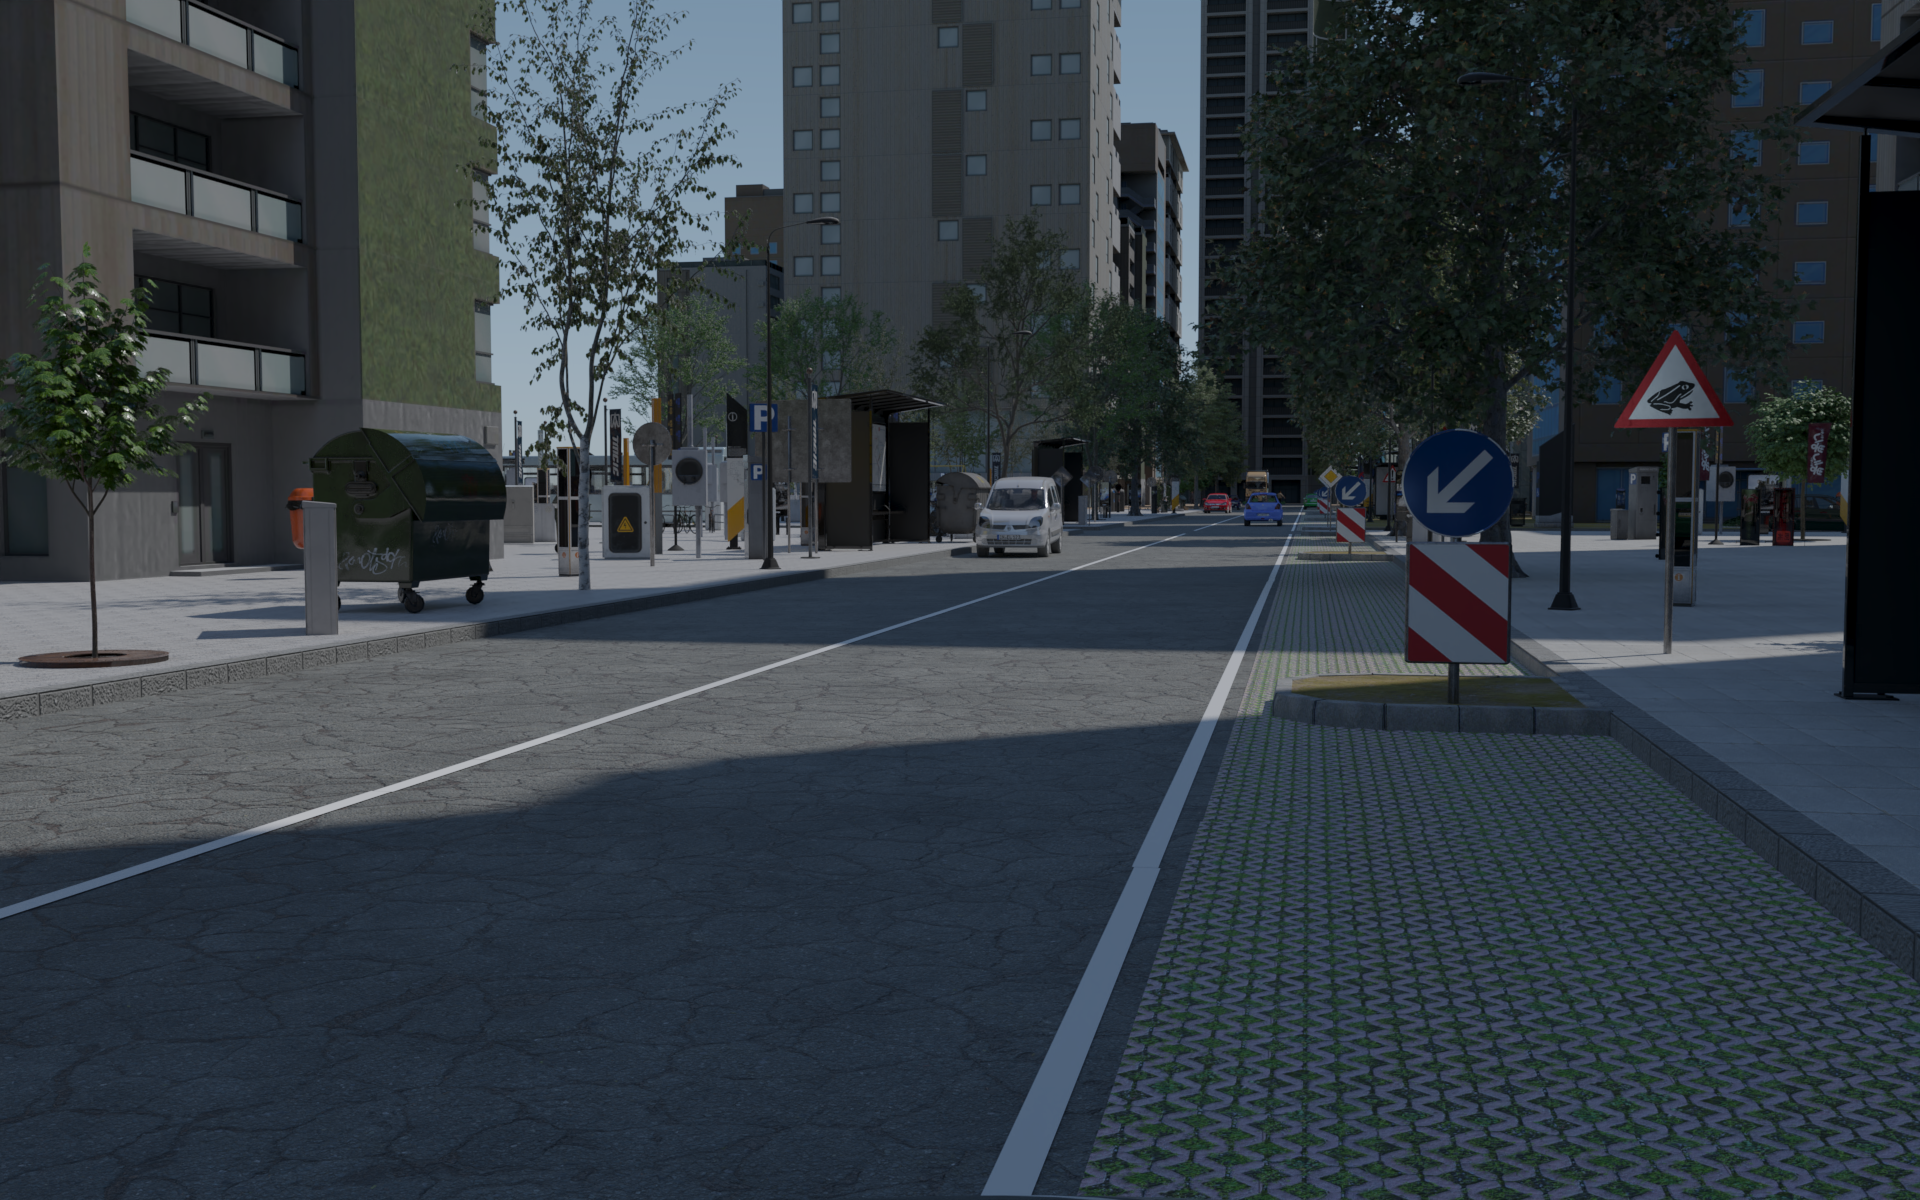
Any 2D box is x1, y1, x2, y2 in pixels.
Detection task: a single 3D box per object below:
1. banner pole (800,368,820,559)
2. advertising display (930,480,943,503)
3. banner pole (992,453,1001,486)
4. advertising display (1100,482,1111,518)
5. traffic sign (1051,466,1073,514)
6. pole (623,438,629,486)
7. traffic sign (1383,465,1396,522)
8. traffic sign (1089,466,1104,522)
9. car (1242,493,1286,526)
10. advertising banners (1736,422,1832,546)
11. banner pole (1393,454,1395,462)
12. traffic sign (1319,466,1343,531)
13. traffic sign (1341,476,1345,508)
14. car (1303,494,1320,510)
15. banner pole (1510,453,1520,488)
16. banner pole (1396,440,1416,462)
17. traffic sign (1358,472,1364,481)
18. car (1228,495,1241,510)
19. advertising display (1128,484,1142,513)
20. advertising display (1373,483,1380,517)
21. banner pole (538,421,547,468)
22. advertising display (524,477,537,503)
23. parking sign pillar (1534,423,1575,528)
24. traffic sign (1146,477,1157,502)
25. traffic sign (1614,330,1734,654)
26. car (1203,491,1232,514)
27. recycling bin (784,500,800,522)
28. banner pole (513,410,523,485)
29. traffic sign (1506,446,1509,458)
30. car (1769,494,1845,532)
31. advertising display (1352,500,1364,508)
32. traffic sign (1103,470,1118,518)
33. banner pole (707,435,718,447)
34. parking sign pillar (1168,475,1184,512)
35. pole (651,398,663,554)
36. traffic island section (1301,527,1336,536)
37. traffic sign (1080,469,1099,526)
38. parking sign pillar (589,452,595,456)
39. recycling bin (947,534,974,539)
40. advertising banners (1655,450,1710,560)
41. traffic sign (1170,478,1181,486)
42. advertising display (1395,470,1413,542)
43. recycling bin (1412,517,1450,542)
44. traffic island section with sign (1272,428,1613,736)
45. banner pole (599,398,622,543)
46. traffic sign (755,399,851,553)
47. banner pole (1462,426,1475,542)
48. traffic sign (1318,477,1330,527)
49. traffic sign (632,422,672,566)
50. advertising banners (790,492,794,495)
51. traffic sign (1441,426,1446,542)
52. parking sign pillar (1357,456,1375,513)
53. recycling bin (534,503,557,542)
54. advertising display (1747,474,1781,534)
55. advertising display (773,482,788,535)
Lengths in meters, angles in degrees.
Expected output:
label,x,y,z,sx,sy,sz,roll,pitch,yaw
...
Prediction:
label,x,y,z,sx,sy,sz,roll,pitch,yaw
banner pole,-2.941,-2.729,34.635,0.401,3.779,0.863,1,4,10
advertising display,-1.116,-4.645,81.153,0.123,1.923,0.974,-2,4,-34
banner pole,1.775,-6.227,91.834,0.863,3.779,0.401,1,4,14
advertising display,7.738,-5.329,92.343,0.123,1.923,0.974,-2,4,-26
traffic sign,3.634,-3.562,61.873,0.795,2.450,0.064,1,4,11
pole,-12.116,-4.226,62.932,0.158,3.312,0.155,0,3,0
traffic sign,19.518,-4.782,78.195,0.884,2.594,0.081,1,4,20
traffic sign,6.121,-4.794,78.494,0.768,2.556,0.104,1,4,18
car,13.735,-4.203,78.308,1.945,1.707,3.694,1,4,11
advertising banners,20.338,-2.850,42.781,2.074,3.025,0.090,2,4,30
banner pole,25.257,-6.737,100.175,0.863,3.779,0.401,-1,4,-22
traffic sign,12.840,-3.447,60.007,0.795,2.450,0.064,1,4,11
traffic sign,27.236,-7.494,122.630,0.768,2.556,0.104,1,4,16
car,32.244,-9.113,157.799,1.959,1.807,4.718,1,4,13
banner pole,29.844,-6.345,93.752,0.863,3.779,0.401,1,4,11
banner pole,15.248,-4.200,58.683,0.401,3.779,0.863,-1,4,-21
traffic sign,22.671,-5.925,96.980,0.768,2.556,0.104,1,4,13
car,24.604,-8.854,157.345,1.945,1.354,3.894,1,4,11
advertising display,11.017,-6.368,109.326,0.974,1.923,0.123,-2,4,-28
advertising display,23.716,-5.668,97.889,0.974,1.923,0.123,-3,4,-37
banner pole,-14.267,-4.237,59.285,0.401,3.779,0.863,-3,4,-38
advertising display,-16.040,-3.702,65.740,0.974,1.923,0.123,0,4,4
parking sign pillar,22.714,-4.749,66.114,1.447,3.967,1.447,0,4,1
traffic sign,14.292,-7.905,129.347,0.768,2.556,0.104,1,4,13
traffic sign,5.686,-0.847,13.846,0.884,2.594,0.081,1,4,17
car,19.167,-7.325,128.804,2.155,1.783,4.494,1,4,13
recycling bin,-7.657,-4.084,79.322,0.722,1.027,0.722,0,4,1
banner pole,-13.224,-3.785,51.901,0.401,3.779,0.863,0,4,3
traffic sign,12.262,-2.438,39.969,0.768,2.556,0.104,1,4,19
car,30.144,-3.110,60.638,4.222,1.686,2.009,1,4,13
advertising display,19.854,-4.967,86.426,0.123,1.923,0.974,3,5,43
traffic sign,8.052,-5.672,92.839,0.768,2.556,0.104,1,4,12
banner pole,-10.551,-5.139,74.038,0.863,3.779,0.401,3,5,42
parking sign pillar,15.835,-8.532,127.976,1.447,3.967,1.447,1,4,14
pole,-6.449,-2.631,36.864,0.158,3.312,0.155,0,3,0
traffic island section,12.865,-2.312,60.080,2.009,0.180,2.903,1,4,11
traffic sign,5.209,-4.040,69.702,0.795,2.450,0.064,1,4,11
parking sign pillar,-22.005,-7.129,105.039,1.447,3.967,1.447,-1,4,-12
recycling bin,0.083,-2.384,51.529,0.722,1.027,0.722,-3,4,-37
advertising banners,14.353,-2.327,34.234,2.074,3.025,0.090,-3,5,-39
traffic sign,15.462,-7.611,124.547,0.768,2.556,0.104,1,4,13
advertising display,12.063,-2.498,46.050,0.974,1.923,0.123,1,4,9
recycling bin,11.457,-1.800,41.983,0.722,1.027,0.722,3,5,43
traffic island section with sign,3.065,-0.163,11.296,1.989,1.847,2.006,1,4,11
banner pole,-9.014,-3.353,44.846,0.863,3.779,0.401,3,5,39
traffic sign,-3.402,-2.661,37.380,2.265,3.308,0.079,1,4,20
banner pole,13.676,-3.463,46.634,0.863,3.779,0.401,-1,4,-19
traffic sign,14.415,-3.926,67.836,0.795,2.450,0.064,1,4,11
traffic sign,-5.456,-1.868,30.650,0.768,2.556,0.104,1,4,16
advertising banners,-13.433,-8.406,133.620,0.090,3.025,2.074,2,4,35
traffic sign,9.326,-2.043,33.399,0.884,2.594,0.081,1,4,20
parking sign pillar,28.079,-8.016,119.532,1.447,3.967,1.447,1,4,20
recycling bin,-11.136,-2.083,46.612,0.722,1.027,0.722,0,4,4
advertising display,25.508,-3.045,55.007,0.974,1.923,0.123,2,4,25
advertising display,-5.845,-3.002,54.295,0.974,1.923,0.123,-1,4,-21
